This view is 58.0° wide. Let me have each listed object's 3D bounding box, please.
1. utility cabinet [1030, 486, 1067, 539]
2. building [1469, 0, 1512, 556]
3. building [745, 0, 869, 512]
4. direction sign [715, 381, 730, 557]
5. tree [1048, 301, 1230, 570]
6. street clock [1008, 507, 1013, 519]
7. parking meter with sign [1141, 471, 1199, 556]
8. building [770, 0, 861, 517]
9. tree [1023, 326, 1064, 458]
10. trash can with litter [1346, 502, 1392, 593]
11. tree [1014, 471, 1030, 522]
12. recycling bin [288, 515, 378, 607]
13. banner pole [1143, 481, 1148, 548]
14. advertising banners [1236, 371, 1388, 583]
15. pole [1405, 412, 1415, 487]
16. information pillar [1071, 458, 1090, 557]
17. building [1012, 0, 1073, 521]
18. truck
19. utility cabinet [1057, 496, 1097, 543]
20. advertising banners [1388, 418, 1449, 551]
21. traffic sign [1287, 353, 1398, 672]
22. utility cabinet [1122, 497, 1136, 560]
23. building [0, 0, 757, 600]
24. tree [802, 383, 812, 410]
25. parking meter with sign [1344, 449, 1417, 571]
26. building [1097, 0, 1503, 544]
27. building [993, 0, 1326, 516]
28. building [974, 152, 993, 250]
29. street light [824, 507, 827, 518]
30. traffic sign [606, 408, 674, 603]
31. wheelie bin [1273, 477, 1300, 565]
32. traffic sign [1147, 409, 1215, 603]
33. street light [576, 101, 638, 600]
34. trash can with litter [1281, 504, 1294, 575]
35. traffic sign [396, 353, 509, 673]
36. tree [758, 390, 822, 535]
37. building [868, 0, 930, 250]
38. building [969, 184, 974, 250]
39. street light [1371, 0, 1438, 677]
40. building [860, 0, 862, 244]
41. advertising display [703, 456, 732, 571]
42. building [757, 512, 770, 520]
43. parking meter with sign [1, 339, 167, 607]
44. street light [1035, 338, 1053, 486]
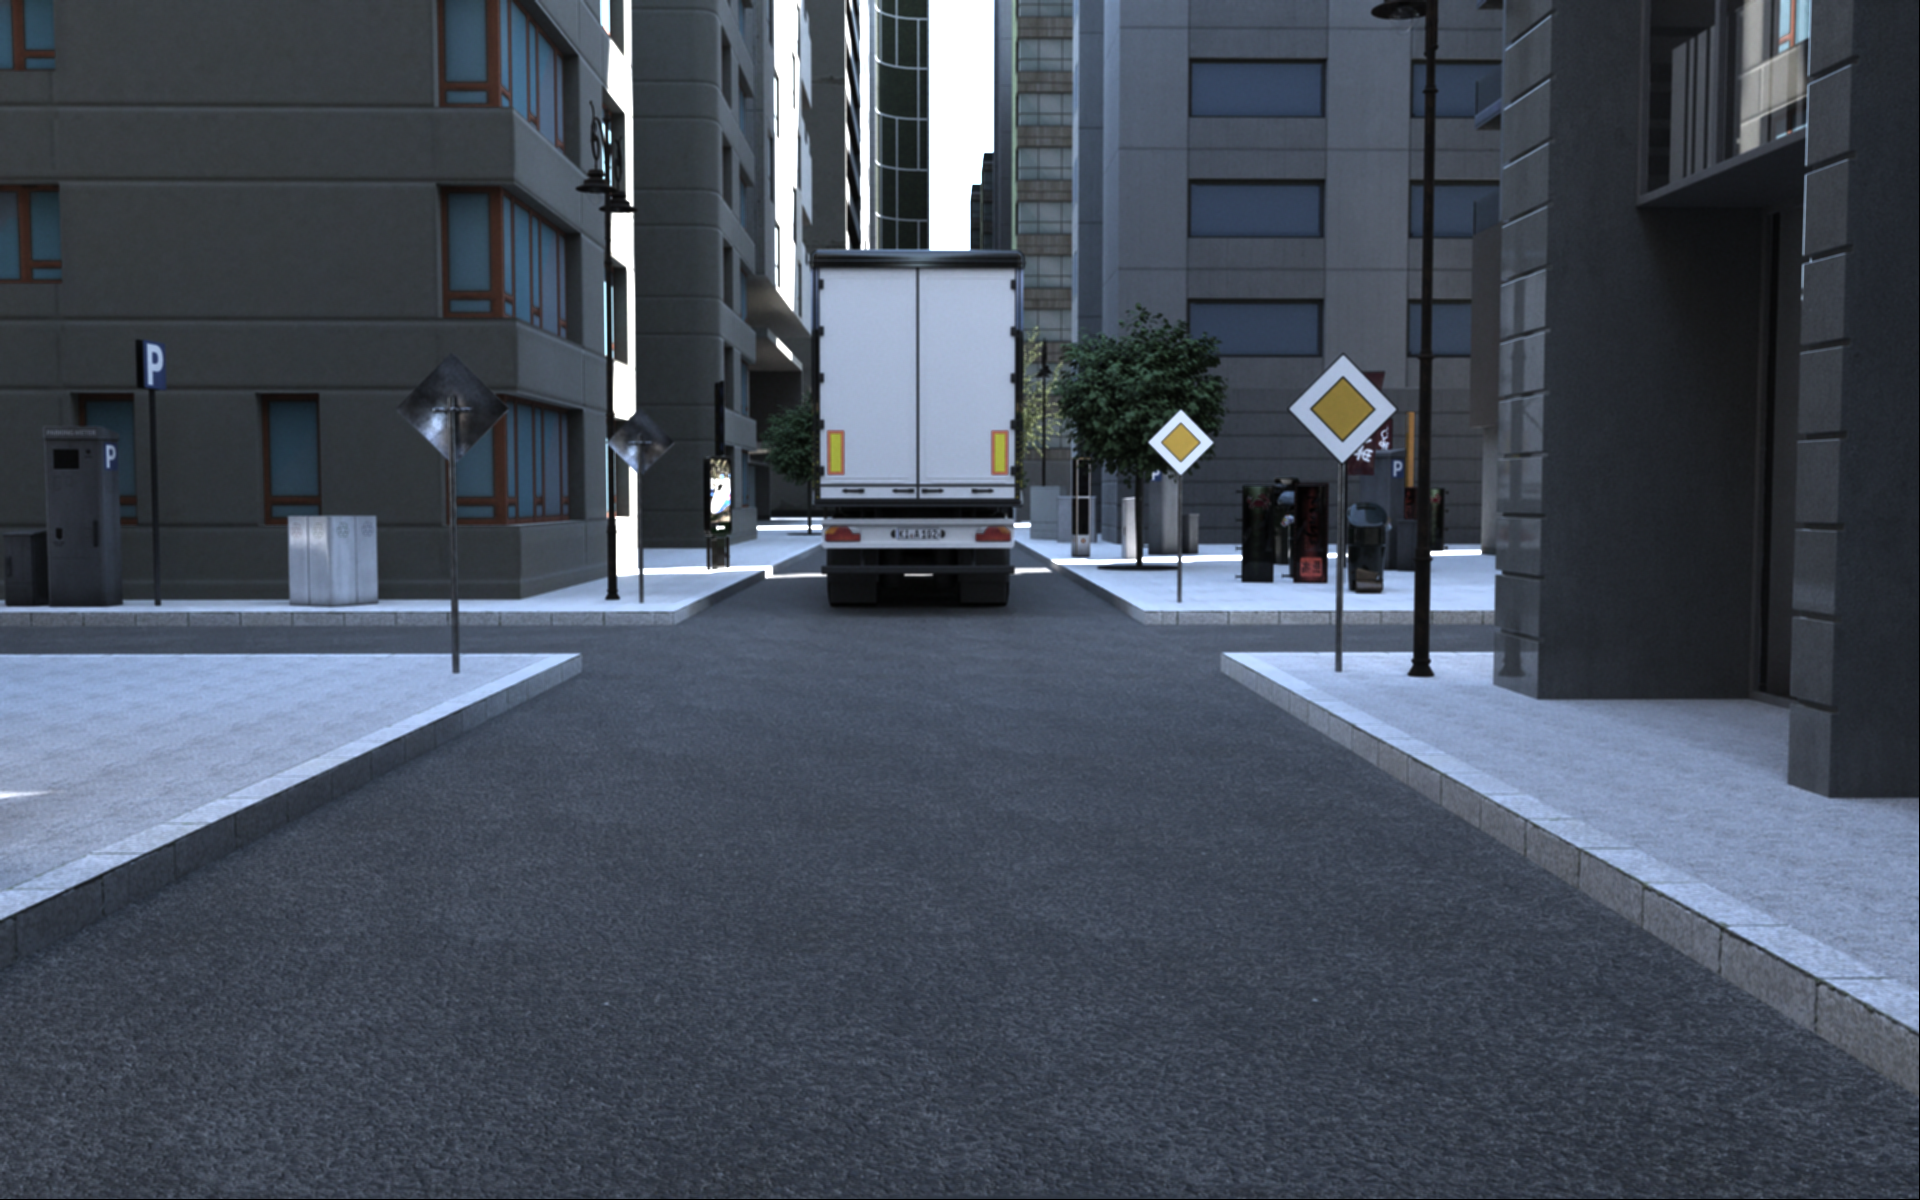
[{"bbox_3d":[2.511,-2.462,48.939,0.318,1.500,1.173,-3,5,-43],"label":"utility cabinet"},{"bbox_3d":[17.977,-23.157,28.734,14.200,45.320,14.600,0,4,-1],"label":"building"},{"bbox_3d":[-21.589,-34.635,155.519,27.495,52.752,28.713,0,4,-1],"label":"building"},{"bbox_3d":[-4.865,-2.637,35.107,0.379,3.537,0.876,-1,4,-18],"label":"direction sign"},{"bbox_3d":[3.137,-2.815,29.733,4.285,4.588,4.351,0,3,0],"label":"tree"},{"bbox_3d":[1.850,-3.613,63.645,0.471,2.002,0.358,-1,4,-13],"label":"street clock"},{"bbox_3d":[4.368,-2.466,36.587,1.738,3.016,0.543,-3,5,-45],"label":"parking meter with sign"},{"bbox_3d":[-17.126,-29.466,105.479,21.300,48.544,21.600,0,4,-1],"label":"building"},{"bbox_3d":[2.415,-7.595,74.539,4.737,8.622,4.395,0,3,0],"label":"tree"},{"bbox_3d":[5.417,-0.697,22.782,0.624,1.170,1.055,0,4,7],"label":"trash can with litter"},{"bbox_3d":[2.283,-5.132,78.506,1.663,3.219,1.824,0,3,0],"label":"tree"},{"bbox_3d":[-7.272,-0.461,20.098,0.722,1.027,0.722,2,4,27],"label":"recycling bin"},{"bbox_3d":[4.549,-3.168,41.811,0.401,3.779,0.863,3,5,43],"label":"banner pole"},{"bbox_3d":[5.030,-1.758,24.923,2.074,3.025,0.090,1,4,12],"label":"advertising banners"},{"bbox_3d":[11.177,-3.012,43.088,0.158,3.312,0.155,0,3,0],"label":"pole"},{"bbox_3d":[2.459,-1.879,35.209,0.304,2.012,0.304,-1,4,-16],"label":"information pillar"},{"bbox_3d":[9.575,-24.747,88.206,14.154,41.232,14.086,0,4,-1],"label":"building"},{"bbox_3d":[-0.604,-2.237,25.494,2.839,4.237,11.283,0,4,-1],"label":"truck"},{"bbox_3d":[3.097,-2.118,45.793,1.020,1.237,0.306,1,4,15],"label":"utility cabinet"},{"bbox_3d":[10.277,-2.653,39.565,0.090,3.025,2.074,-3,4,-37],"label":"advertising banners"},{"bbox_3d":[2.732,-0.538,12.446,0.795,2.450,0.064,0,4,-1],"label":"traffic sign"},{"bbox_3d":[3.378,-1.416,34.307,0.306,1.237,1.020,0,4,1],"label":"utility cabinet"},{"bbox_3d":[-19.417,-11.594,34.594,27.650,21.520,28.899,0,4,-1],"label":"building"},{"bbox_3d":[-6.203,-8.492,89.203,4.360,8.622,3.978,0,3,0],"label":"tree"},{"bbox_3d":[7.164,-2.027,29.404,0.543,3.016,1.738,-2,4,-34],"label":"parking meter with sign"},{"bbox_3d":[14.256,-31.475,56.619,21.231,58.520,28.212,0,4,-1],"label":"building"},{"bbox_3d":[12.918,-35.801,127.353,21.231,58.520,28.212,0,4,-1],"label":"building"},{"bbox_3d":[8.724,-23.092,149.261,14.160,30.474,14.107,0,4,-1],"label":"building"},{"bbox_3d":[-4.939,-5.546,63.473,0.468,5.910,1.993,0,4,-1],"label":"street light"},{"bbox_3d":[-3.749,-1.021,20.341,0.795,2.450,0.064,0,4,-1],"label":"traffic sign"},{"bbox_3d":[5.966,-1.451,31.639,0.693,1.594,0.980,-2,4,-28],"label":"wheelie bin"},{"bbox_3d":[2.594,-1.027,20.430,0.795,2.450,0.064,0,4,-1],"label":"traffic sign"},{"bbox_3d":[-4.232,-2.944,20.923,0.468,5.910,1.993,0,4,-1],"label":"street light"},{"bbox_3d":[5.282,-0.944,26.818,0.624,1.170,1.055,1,4,10],"label":"trash can with litter"},{"bbox_3d":[-3.612,-0.533,12.358,0.795,2.450,0.064,0,4,-1],"label":"traffic sign"},{"bbox_3d":[-4.680,-4.345,54.749,4.285,4.588,4.351,0,3,0],"label":"tree"},{"bbox_3d":[-13.547,-45.887,188.496,20.611,71.187,20.563,0,4,-1],"label":"building"},{"bbox_3d":[7.856,-23.973,163.665,14.160,30.474,14.107,0,4,-1],"label":"building"},{"bbox_3d":[3.256,-2.402,12.054,0.468,5.910,1.993,0,4,-1],"label":"street light"},{"bbox_3d":[-14.325,-26.921,123.756,14.154,41.232,14.086,0,4,-1],"label":"building"},{"bbox_3d":[-4.111,-1.481,29.421,0.123,1.923,0.974,1,4,14],"label":"advertising display"},{"bbox_3d":[-20.166,-29.390,69.762,28.713,52.752,27.495,0,4,-1],"label":"building"},{"bbox_3d":[-10.048,-1.441,19.828,1.738,3.016,0.543,0,4,0],"label":"parking meter with sign"},{"bbox_3d":[2.493,-4.813,51.478,0.468,5.910,1.993,0,4,-1],"label":"street light"}]
